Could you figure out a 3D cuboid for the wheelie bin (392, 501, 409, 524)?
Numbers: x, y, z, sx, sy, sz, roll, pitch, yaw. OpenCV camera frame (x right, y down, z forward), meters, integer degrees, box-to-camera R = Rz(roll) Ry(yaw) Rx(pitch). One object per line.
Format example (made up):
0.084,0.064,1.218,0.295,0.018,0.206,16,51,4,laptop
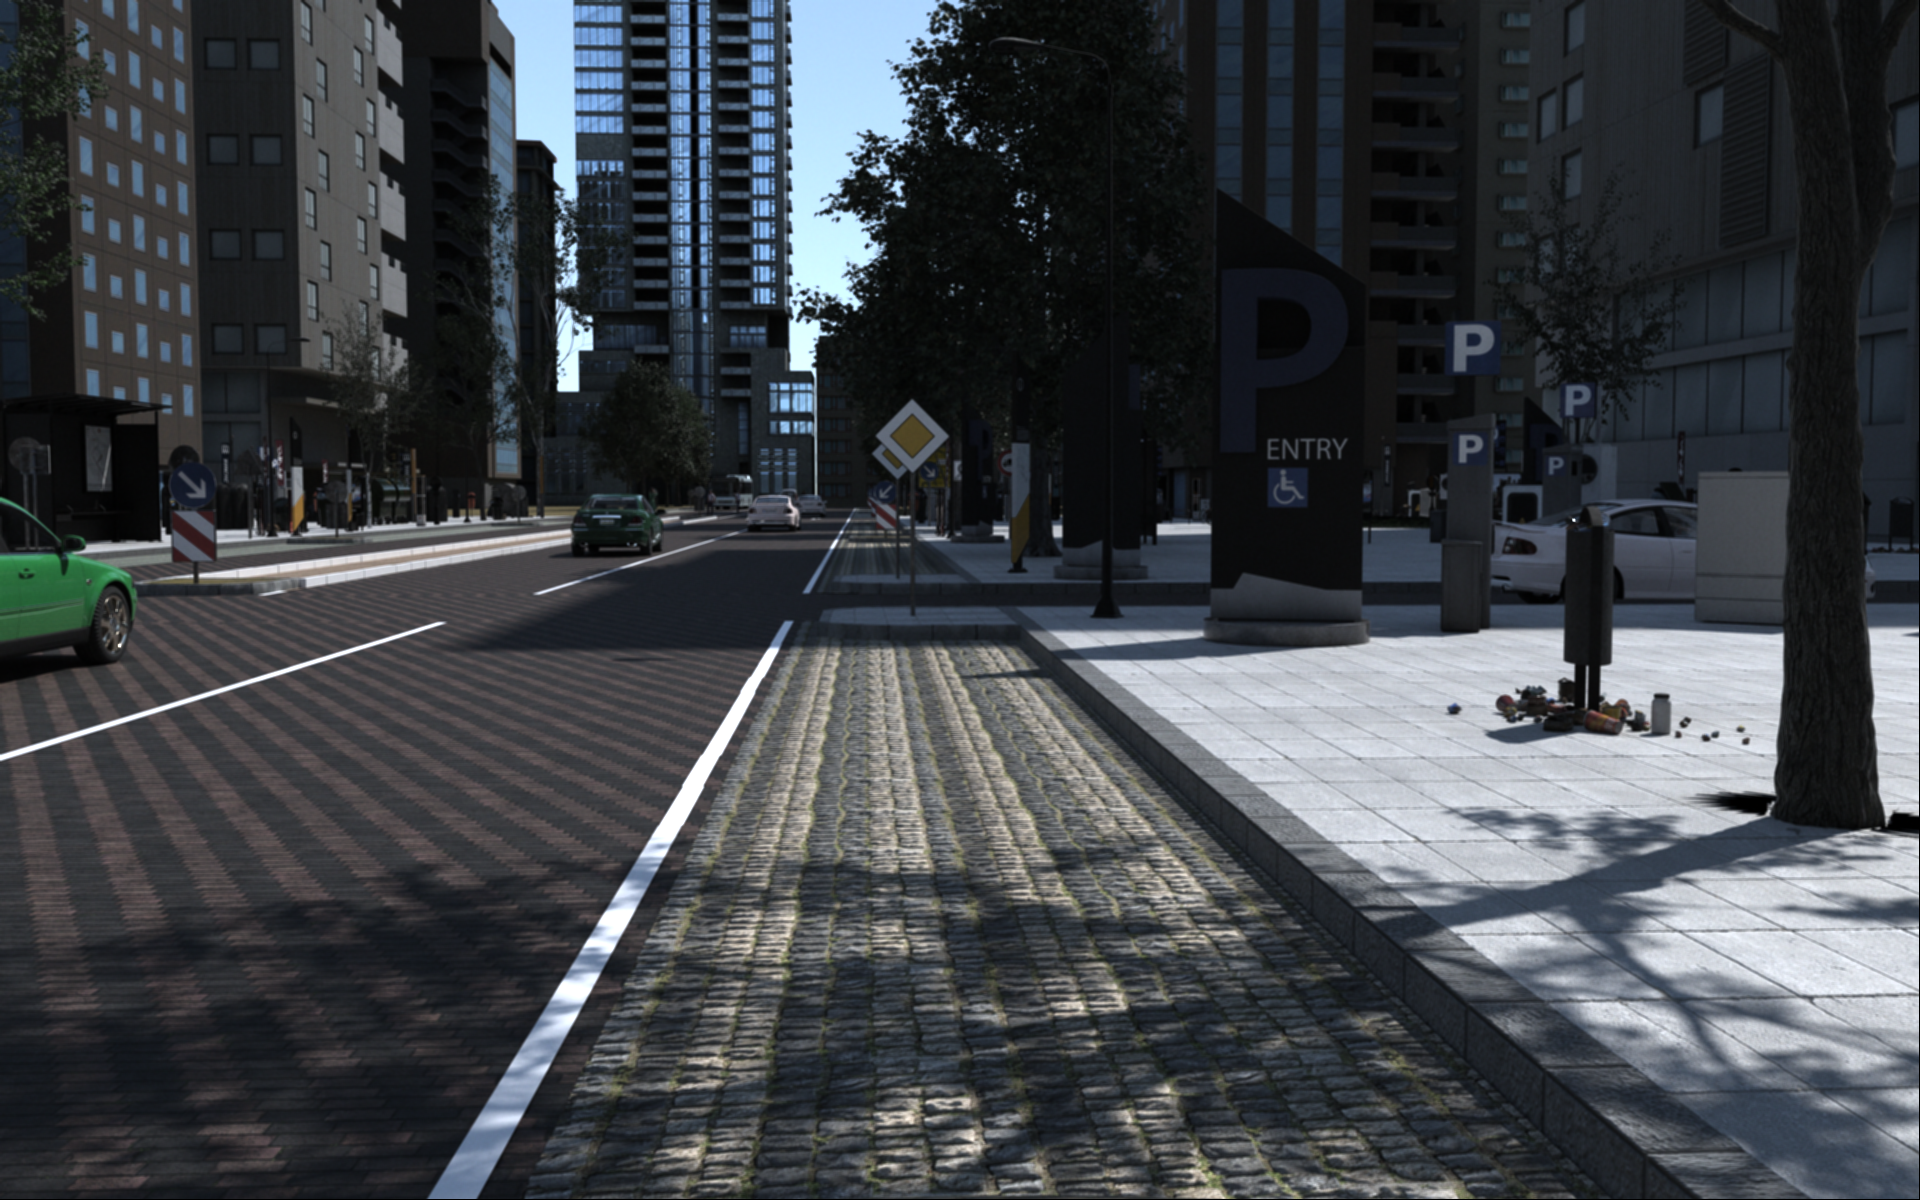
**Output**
-24.455,-4.137,75.553,0.980,1.594,0.693,3,5,39,wheelie bin

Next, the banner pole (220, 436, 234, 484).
-31.260,-5.140,74.062,0.401,3.779,0.863,1,4,22,banner pole

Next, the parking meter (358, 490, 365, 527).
-23.608,-3.654,68.150,0.372,1.533,0.369,0,3,0,parking meter

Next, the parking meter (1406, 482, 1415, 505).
25.944,-5.770,100.053,0.399,1.863,0.255,2,4,33,parking meter

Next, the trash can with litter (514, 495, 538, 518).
-23.948,-5.117,94.720,1.678,1.210,2.233,0,4,0,trash can with litter

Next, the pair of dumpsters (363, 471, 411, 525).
-24.335,-4.287,72.590,1.574,2.255,4.437,0,4,-3,pair of dumpsters

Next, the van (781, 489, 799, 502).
-15.573,-9.264,158.485,2.013,2.044,4.112,0,4,-3,van

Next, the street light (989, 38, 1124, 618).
0.992,-2.771,17.841,1.470,5.913,1.316,0,4,-3,street light

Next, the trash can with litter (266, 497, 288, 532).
-23.022,-2.884,58.541,0.624,1.170,1.055,0,4,6,trash can with litter

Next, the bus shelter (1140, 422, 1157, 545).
4.044,-3.175,45.831,2.014,3.302,5.546,0,4,-3,bus shelter

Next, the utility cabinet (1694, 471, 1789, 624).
7.892,-0.510,17.018,1.173,1.500,0.318,3,5,40,utility cabinet

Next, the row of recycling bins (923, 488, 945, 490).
-0.955,-5.208,92.258,1.069,1.692,3.534,3,5,41,row of recycling bins

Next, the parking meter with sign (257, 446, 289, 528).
-25.434,-4.144,64.012,0.543,3.016,1.738,-1,4,-8,parking meter with sign

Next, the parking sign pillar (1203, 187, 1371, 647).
2.867,-1.630,15.116,1.447,3.967,1.447,1,4,12,parking sign pillar

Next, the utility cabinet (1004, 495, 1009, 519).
2.755,-4.676,87.609,1.020,1.237,0.306,-1,4,-11,utility cabinet

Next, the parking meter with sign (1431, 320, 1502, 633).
4.915,-1.253,16.750,0.543,3.016,1.738,1,4,18,parking meter with sign

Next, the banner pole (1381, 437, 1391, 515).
18.617,-5.251,75.871,0.401,3.779,0.863,-1,4,-20,banner pole

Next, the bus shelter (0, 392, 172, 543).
-21.682,-3.172,43.152,1.731,3.624,6.357,0,4,-3,bus shelter

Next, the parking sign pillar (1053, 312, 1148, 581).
2.146,-2.313,26.287,1.447,3.967,1.447,-3,5,-39,parking sign pillar

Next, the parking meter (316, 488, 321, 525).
-26.514,-3.884,71.920,0.372,1.533,0.369,0,3,0,parking meter

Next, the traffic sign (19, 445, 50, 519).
-19.356,-2.087,36.257,0.606,2.300,0.079,0,4,-2,traffic sign

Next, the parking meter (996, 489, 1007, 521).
1.865,-4.488,81.785,0.372,1.533,0.369,0,3,0,parking meter

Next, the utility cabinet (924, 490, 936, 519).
-1.666,-4.743,86.221,1.173,1.500,0.318,-3,5,-42,utility cabinet

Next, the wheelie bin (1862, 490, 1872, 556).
18.005,-1.656,34.983,0.693,1.594,0.980,2,4,26,wheelie bin

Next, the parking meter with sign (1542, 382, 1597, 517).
9.209,-1.853,26.563,0.543,3.016,1.738,3,4,36,parking meter with sign

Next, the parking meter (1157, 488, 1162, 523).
8.686,-4.130,75.942,0.372,1.533,0.369,0,3,0,parking meter

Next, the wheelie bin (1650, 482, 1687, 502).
18.519,-2.292,45.375,0.980,1.594,0.693,-2,4,-29,wheelie bin

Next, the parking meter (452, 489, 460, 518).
-27.416,-5.248,94.215,0.372,1.533,0.369,0,3,0,parking meter

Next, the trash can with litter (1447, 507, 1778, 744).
3.695,0.062,10.038,1.678,1.210,2.233,1,4,12,trash can with litter

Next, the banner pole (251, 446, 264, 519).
-36.693,-6.143,90.454,0.863,3.779,0.401,-1,4,-12,banner pole

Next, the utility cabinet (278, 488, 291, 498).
-35.716,-5.060,91.416,1.173,1.500,0.318,-2,4,-32,utility cabinet

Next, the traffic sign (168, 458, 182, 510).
-23.793,-3.225,52.828,0.768,2.556,0.104,0,4,6,traffic sign

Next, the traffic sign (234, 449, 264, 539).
-20.329,-3.028,49.508,0.884,2.594,0.081,0,4,4,traffic sign

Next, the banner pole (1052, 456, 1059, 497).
4.940,-6.135,90.329,0.401,3.779,0.863,2,4,33,banner pole

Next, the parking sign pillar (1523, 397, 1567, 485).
16.337,-3.658,48.283,1.447,3.967,1.447,-2,4,-24,parking sign pillar

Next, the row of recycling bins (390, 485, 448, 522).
-25.308,-4.512,80.883,3.534,1.692,1.069,2,4,31,row of recycling bins

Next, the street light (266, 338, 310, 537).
-19.973,-4.830,51.517,1.470,5.913,1.316,0,4,-3,street light

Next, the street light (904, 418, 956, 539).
-0.772,-4.711,49.564,1.470,5.913,1.316,0,4,-3,street light

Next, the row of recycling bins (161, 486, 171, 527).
-30.811,-3.638,66.600,3.534,1.692,1.069,-2,4,-30,row of recycling bins

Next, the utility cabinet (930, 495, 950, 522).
-0.910,-4.254,80.716,1.020,1.237,0.306,1,4,11,utility cabinet

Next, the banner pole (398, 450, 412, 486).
-28.775,-6.095,89.674,0.863,3.779,0.401,0,4,2,banner pole

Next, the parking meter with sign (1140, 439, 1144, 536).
5.513,-3.507,53.604,0.543,3.016,1.738,1,4,9,parking meter with sign

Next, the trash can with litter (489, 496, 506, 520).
-22.747,-4.521,85.311,0.624,1.170,1.055,0,4,3,trash can with litter

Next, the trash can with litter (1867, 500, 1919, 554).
20.429,-1.655,38.120,1.678,1.210,2.233,-2,4,-26,trash can with litter

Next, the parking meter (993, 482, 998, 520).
1.702,-4.913,86.030,0.255,1.863,0.399,1,4,20,parking meter

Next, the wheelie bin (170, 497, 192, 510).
-26.310,-3.113,58.810,0.693,1.594,0.980,2,4,23,wheelie bin

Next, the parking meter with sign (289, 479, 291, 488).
-32.991,-5.436,85.144,1.738,3.016,0.543,1,4,16,parking meter with sign

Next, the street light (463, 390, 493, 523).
-21.526,-6.415,77.421,1.470,5.913,1.316,0,4,-3,street light

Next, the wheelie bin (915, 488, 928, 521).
-1.993,-4.617,83.393,0.693,1.594,0.980,-3,4,-38,wheelie bin

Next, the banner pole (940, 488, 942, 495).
-0.779,-5.737,83.822,0.401,3.779,0.863,-3,4,-38,banner pole

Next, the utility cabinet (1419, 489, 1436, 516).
18.926,-3.760,70.152,0.318,1.500,1.173,0,4,-2,utility cabinet

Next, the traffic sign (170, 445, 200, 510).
-20.215,-2.757,45.180,0.768,2.556,0.104,0,4,0,traffic sign

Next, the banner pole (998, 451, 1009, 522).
2.041,-5.505,80.028,0.401,3.779,0.863,3,5,43,banner pole

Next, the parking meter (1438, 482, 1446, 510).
24.243,-4.977,87.087,0.255,1.863,0.399,-1,4,-18,parking meter

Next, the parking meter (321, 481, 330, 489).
-28.546,-4.417,77.928,0.399,1.863,0.255,-2,4,-28,parking meter

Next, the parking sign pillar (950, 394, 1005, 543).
0.463,-3.504,45.756,1.447,3.967,1.447,1,4,21,parking sign pillar

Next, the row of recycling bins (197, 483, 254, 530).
-26.684,-3.404,62.776,1.069,1.692,3.534,0,4,5,row of recycling bins

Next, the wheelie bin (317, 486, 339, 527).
-24.389,-3.606,66.865,0.693,1.594,0.980,0,4,6,wheelie bin

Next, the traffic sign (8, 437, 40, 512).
-20.935,-2.368,38.821,0.768,2.556,0.104,0,4,-2,traffic sign
